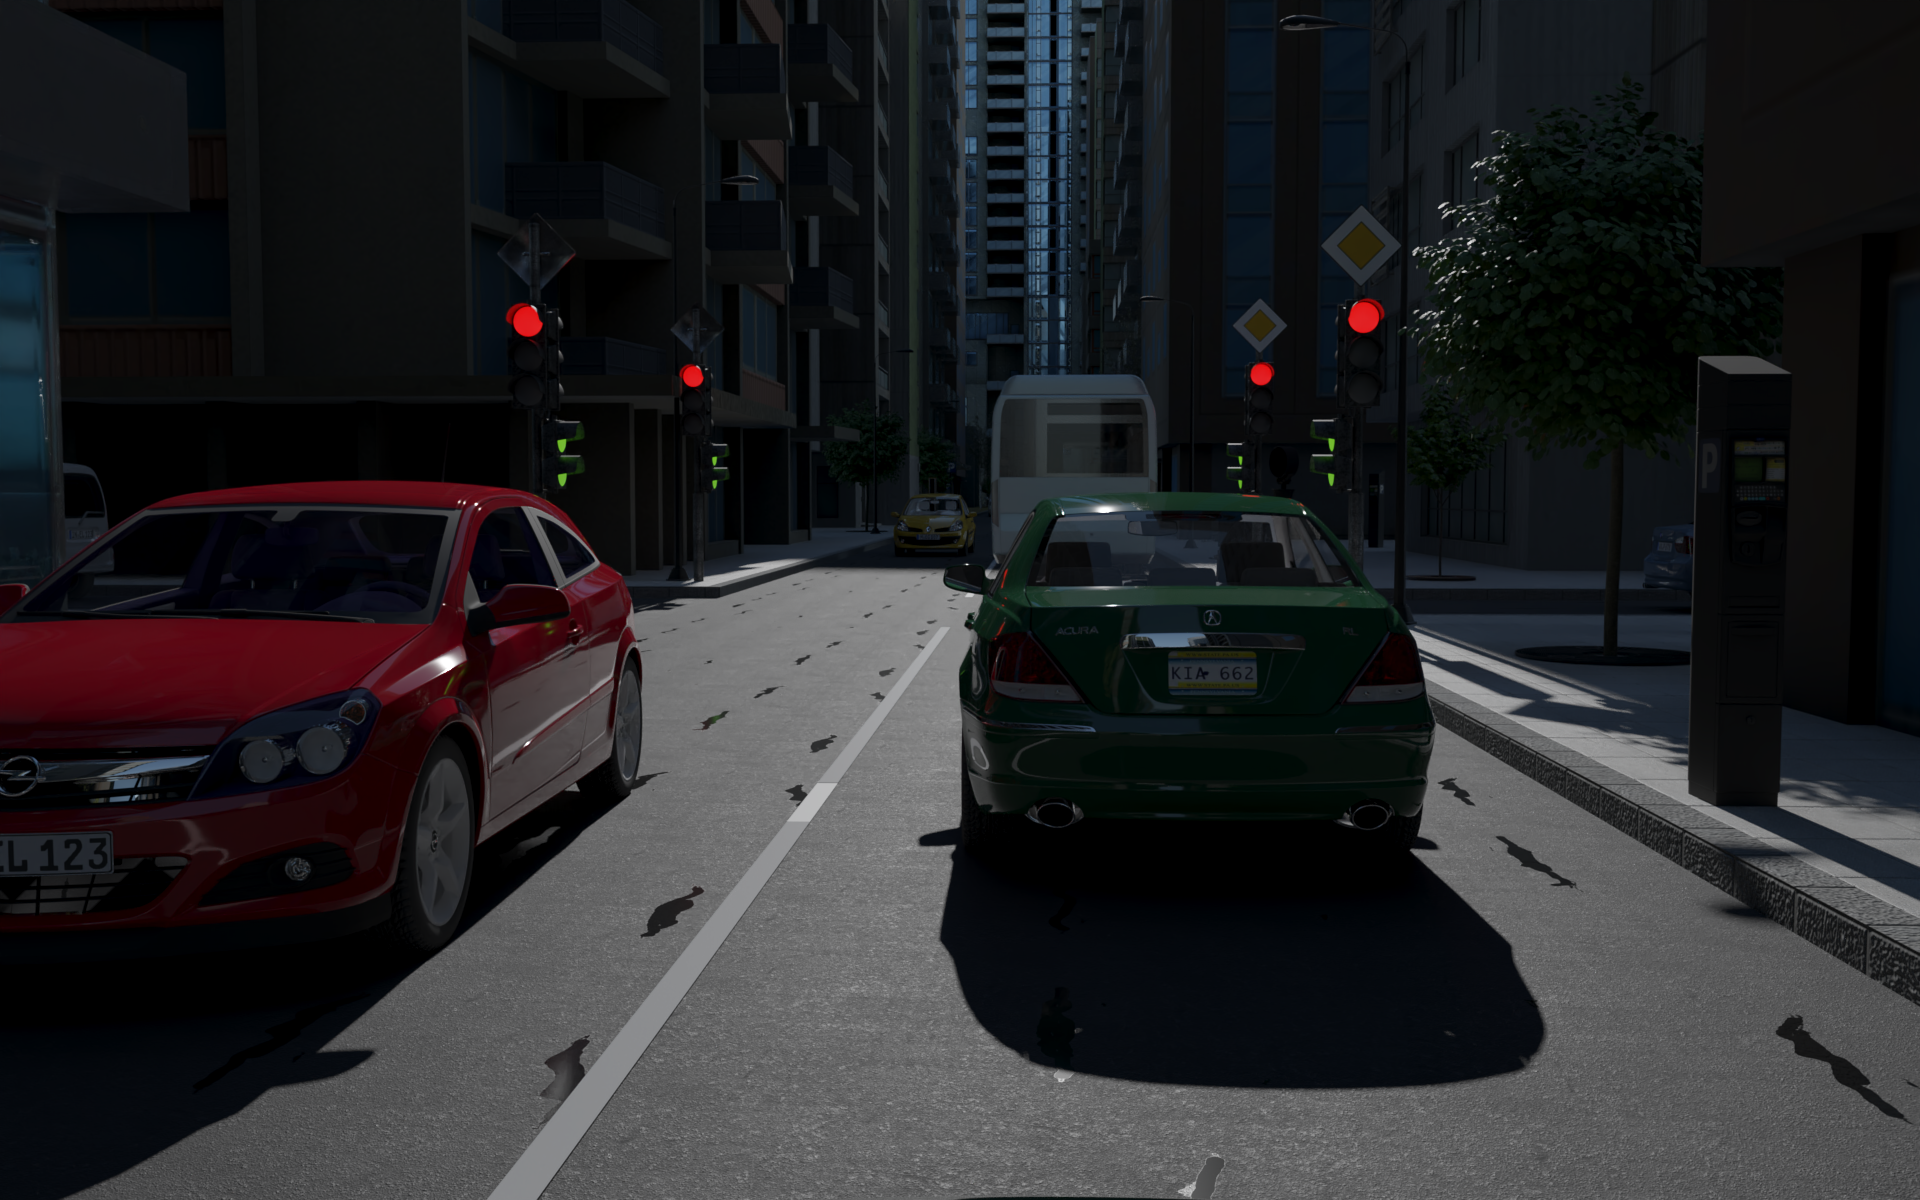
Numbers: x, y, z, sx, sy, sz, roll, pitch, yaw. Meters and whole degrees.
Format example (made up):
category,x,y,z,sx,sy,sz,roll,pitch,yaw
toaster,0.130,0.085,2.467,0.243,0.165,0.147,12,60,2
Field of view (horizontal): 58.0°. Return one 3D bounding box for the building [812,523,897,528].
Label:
category,x,y,z,sx,sy,sz,roll,pitch,yaw
building,-9.143,-23.515,68.059,14.154,41.232,14.086,0,4,3

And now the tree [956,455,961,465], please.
category,x,y,z,sx,sy,sz,roll,pitch,yaw
tree,-1.676,-5.978,81.450,4.285,4.588,4.351,0,3,0

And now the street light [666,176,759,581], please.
category,x,y,z,sx,sy,sz,roll,pitch,yaw
street light,-3.632,-3.237,25.460,1.470,5.913,1.316,0,4,3

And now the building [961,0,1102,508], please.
category,x,y,z,sx,sy,sz,roll,pitch,yaw
building,8.262,-53.825,192.715,31.000,86.520,22.319,0,4,3

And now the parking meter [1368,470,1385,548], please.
category,x,y,z,sx,sy,sz,roll,pitch,yaw
parking meter,9.950,-2.183,41.402,0.255,1.863,0.399,3,4,37

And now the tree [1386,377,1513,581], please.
category,x,y,z,sx,sy,sz,roll,pitch,yaw
tree,7.128,-1.918,25.962,1.663,3.219,1.824,0,3,0

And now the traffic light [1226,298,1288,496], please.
category,x,y,z,sx,sy,sz,roll,pitch,yaw
traffic light,4.278,-2.204,24.951,0.839,4.253,0.868,0,4,3

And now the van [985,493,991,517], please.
category,x,y,z,sx,sy,sz,roll,pitch,yaw
van,2.636,-6.302,110.044,2.013,2.044,4.112,0,4,2

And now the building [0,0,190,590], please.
category,x,y,z,sx,sy,sz,roll,pitch,yaw
building,-20.683,-23.521,4.174,30.456,49.044,23.786,0,4,3

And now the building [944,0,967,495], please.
category,x,y,z,sx,sy,sz,roll,pitch,yaw
building,-6.788,-29.890,138.805,14.600,45.320,14.200,0,4,3

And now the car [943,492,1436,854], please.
category,x,y,z,sx,sy,sz,roll,pitch,yaw
car,0.956,0.211,8.346,2.131,1.459,4.920,0,4,2

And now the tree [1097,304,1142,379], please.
category,x,y,z,sx,sy,sz,roll,pitch,yaw
tree,7.176,-7.084,66.184,4.360,8.622,3.978,0,3,0

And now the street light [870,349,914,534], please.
category,x,y,z,sx,sy,sz,roll,pitch,yaw
street light,-2.183,-5.078,55.563,1.470,5.913,1.316,0,4,3

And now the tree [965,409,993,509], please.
category,x,y,z,sx,sy,sz,roll,pitch,yaw
tree,2.067,-12.286,151.235,4.360,8.622,3.978,0,3,0

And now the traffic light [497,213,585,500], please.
category,x,y,z,sx,sy,sz,roll,pitch,yaw
traffic light,-4.223,-1.740,17.365,0.839,4.253,0.868,0,4,3

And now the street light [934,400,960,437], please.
category,x,y,z,sx,sy,sz,roll,pitch,yaw
street light,-0.723,-6.902,85.390,1.470,5.913,1.316,0,4,3

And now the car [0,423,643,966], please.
category,x,y,z,sx,sy,sz,roll,pitch,yaw
car,-2.474,0.140,6.758,2.155,1.783,4.494,0,4,1

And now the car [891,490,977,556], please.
category,x,y,z,sx,sy,sz,roll,pitch,yaw
car,-0.574,-1.889,41.102,2.015,1.641,3.980,0,4,4

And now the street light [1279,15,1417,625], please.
category,x,y,z,sx,sy,sz,roll,pitch,yaw
street light,3.800,-2.717,16.967,1.470,5.913,1.316,0,4,3

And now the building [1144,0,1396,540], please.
category,x,y,z,sx,sy,sz,roll,pitch,yaw
building,13.039,-24.682,53.668,14.600,45.320,14.200,0,4,3

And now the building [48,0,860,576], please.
category,x,y,z,sx,sy,sz,roll,pitch,yaw
building,-14.124,-23.493,38.742,22.147,44.769,28.867,0,4,3

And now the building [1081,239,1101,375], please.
category,x,y,z,sx,sy,sz,roll,pitch,yaw
building,23.281,-17.523,131.533,27.650,21.520,28.899,0,4,3

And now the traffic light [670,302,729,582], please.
category,x,y,z,sx,sy,sz,roll,pitch,yaw
traffic light,-3.823,-2.227,25.340,0.839,4.253,0.868,0,4,3

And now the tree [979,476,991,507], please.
category,x,y,z,sx,sy,sz,roll,pitch,yaw
tree,3.218,-10.950,173.638,1.663,3.219,1.824,0,3,0

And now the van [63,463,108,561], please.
category,x,y,z,sx,sy,sz,roll,pitch,yaw
van,-13.537,-0.977,22.983,4.112,2.044,2.013,0,4,5

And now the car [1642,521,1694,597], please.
category,x,y,z,sx,sy,sz,roll,pitch,yaw
car,10.747,-0.555,21.072,4.499,1.417,2.014,0,4,4

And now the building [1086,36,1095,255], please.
category,x,y,z,sx,sy,sz,roll,pitch,yaw
building,19.209,-31.628,167.224,14.600,45.320,14.200,0,4,3

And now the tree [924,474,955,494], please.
category,x,y,z,sx,sy,sz,roll,pitch,yaw
tree,-1.113,-5.839,90.072,1.663,3.219,1.824,0,3,0

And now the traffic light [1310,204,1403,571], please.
category,x,y,z,sx,sy,sz,roll,pitch,yaw
traffic light,3.878,-1.716,16.976,0.839,4.253,0.868,0,4,3

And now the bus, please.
category,x,y,z,sx,sy,sz,roll,pitch,yaw
bus,2.150,-2.354,33.350,2.948,3.499,13.247,0,4,3

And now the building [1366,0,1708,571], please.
category,x,y,z,sx,sy,sz,roll,pitch,yaw
building,15.643,-21.227,30.648,14.086,41.232,14.154,0,4,3

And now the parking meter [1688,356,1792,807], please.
category,x,y,z,sx,sy,sz,roll,pitch,yaw
parking meter,3.235,-0.091,7.195,0.255,1.863,0.399,0,4,2

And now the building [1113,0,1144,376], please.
category,x,y,z,sx,sy,sz,roll,pitch,yaw
building,18.898,-28.377,83.571,23.786,49.044,30.456,0,4,3

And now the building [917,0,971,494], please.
category,x,y,z,sx,sy,sz,roll,pitch,yaw
building,-11.477,-30.351,115.851,23.786,49.044,30.456,0,4,3

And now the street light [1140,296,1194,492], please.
category,x,y,z,sx,sy,sz,roll,pitch,yaw
street light,4.918,-4.175,40.805,1.470,5.913,1.316,0,4,3

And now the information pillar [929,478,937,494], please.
category,x,y,z,sx,sy,sz,roll,pitch,yaw
information pillar,-1.227,-4.519,78.385,0.304,2.012,0.304,1,4,11

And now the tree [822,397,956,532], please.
category,x,y,z,sx,sy,sz,roll,pitch,yaw
tree,-3.214,-4.593,58.817,4.285,4.588,4.351,0,3,0

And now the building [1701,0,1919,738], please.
category,x,y,z,sx,sy,sz,roll,pitch,yaw
building,11.184,-21.536,2.228,14.600,45.320,14.200,0,4,3

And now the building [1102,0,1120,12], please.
category,x,y,z,sx,sy,sz,roll,pitch,yaw
building,15.915,-26.063,109.719,14.154,41.232,14.086,0,4,3

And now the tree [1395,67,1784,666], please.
category,x,y,z,sx,sy,sz,roll,pitch,yaw
tree,5.114,-1.814,13.372,4.285,4.588,4.351,0,3,0

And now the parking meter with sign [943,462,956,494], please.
category,x,y,z,sx,sy,sz,roll,pitch,yaw
parking meter with sign,-0.724,-6.101,96.010,0.543,3.016,1.738,-1,4,-15

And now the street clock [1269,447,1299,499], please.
category,x,y,z,sx,sy,sz,roll,pitch,yaw
street clock,4.940,-1.339,26.460,0.358,2.002,0.471,-2,4,-25
